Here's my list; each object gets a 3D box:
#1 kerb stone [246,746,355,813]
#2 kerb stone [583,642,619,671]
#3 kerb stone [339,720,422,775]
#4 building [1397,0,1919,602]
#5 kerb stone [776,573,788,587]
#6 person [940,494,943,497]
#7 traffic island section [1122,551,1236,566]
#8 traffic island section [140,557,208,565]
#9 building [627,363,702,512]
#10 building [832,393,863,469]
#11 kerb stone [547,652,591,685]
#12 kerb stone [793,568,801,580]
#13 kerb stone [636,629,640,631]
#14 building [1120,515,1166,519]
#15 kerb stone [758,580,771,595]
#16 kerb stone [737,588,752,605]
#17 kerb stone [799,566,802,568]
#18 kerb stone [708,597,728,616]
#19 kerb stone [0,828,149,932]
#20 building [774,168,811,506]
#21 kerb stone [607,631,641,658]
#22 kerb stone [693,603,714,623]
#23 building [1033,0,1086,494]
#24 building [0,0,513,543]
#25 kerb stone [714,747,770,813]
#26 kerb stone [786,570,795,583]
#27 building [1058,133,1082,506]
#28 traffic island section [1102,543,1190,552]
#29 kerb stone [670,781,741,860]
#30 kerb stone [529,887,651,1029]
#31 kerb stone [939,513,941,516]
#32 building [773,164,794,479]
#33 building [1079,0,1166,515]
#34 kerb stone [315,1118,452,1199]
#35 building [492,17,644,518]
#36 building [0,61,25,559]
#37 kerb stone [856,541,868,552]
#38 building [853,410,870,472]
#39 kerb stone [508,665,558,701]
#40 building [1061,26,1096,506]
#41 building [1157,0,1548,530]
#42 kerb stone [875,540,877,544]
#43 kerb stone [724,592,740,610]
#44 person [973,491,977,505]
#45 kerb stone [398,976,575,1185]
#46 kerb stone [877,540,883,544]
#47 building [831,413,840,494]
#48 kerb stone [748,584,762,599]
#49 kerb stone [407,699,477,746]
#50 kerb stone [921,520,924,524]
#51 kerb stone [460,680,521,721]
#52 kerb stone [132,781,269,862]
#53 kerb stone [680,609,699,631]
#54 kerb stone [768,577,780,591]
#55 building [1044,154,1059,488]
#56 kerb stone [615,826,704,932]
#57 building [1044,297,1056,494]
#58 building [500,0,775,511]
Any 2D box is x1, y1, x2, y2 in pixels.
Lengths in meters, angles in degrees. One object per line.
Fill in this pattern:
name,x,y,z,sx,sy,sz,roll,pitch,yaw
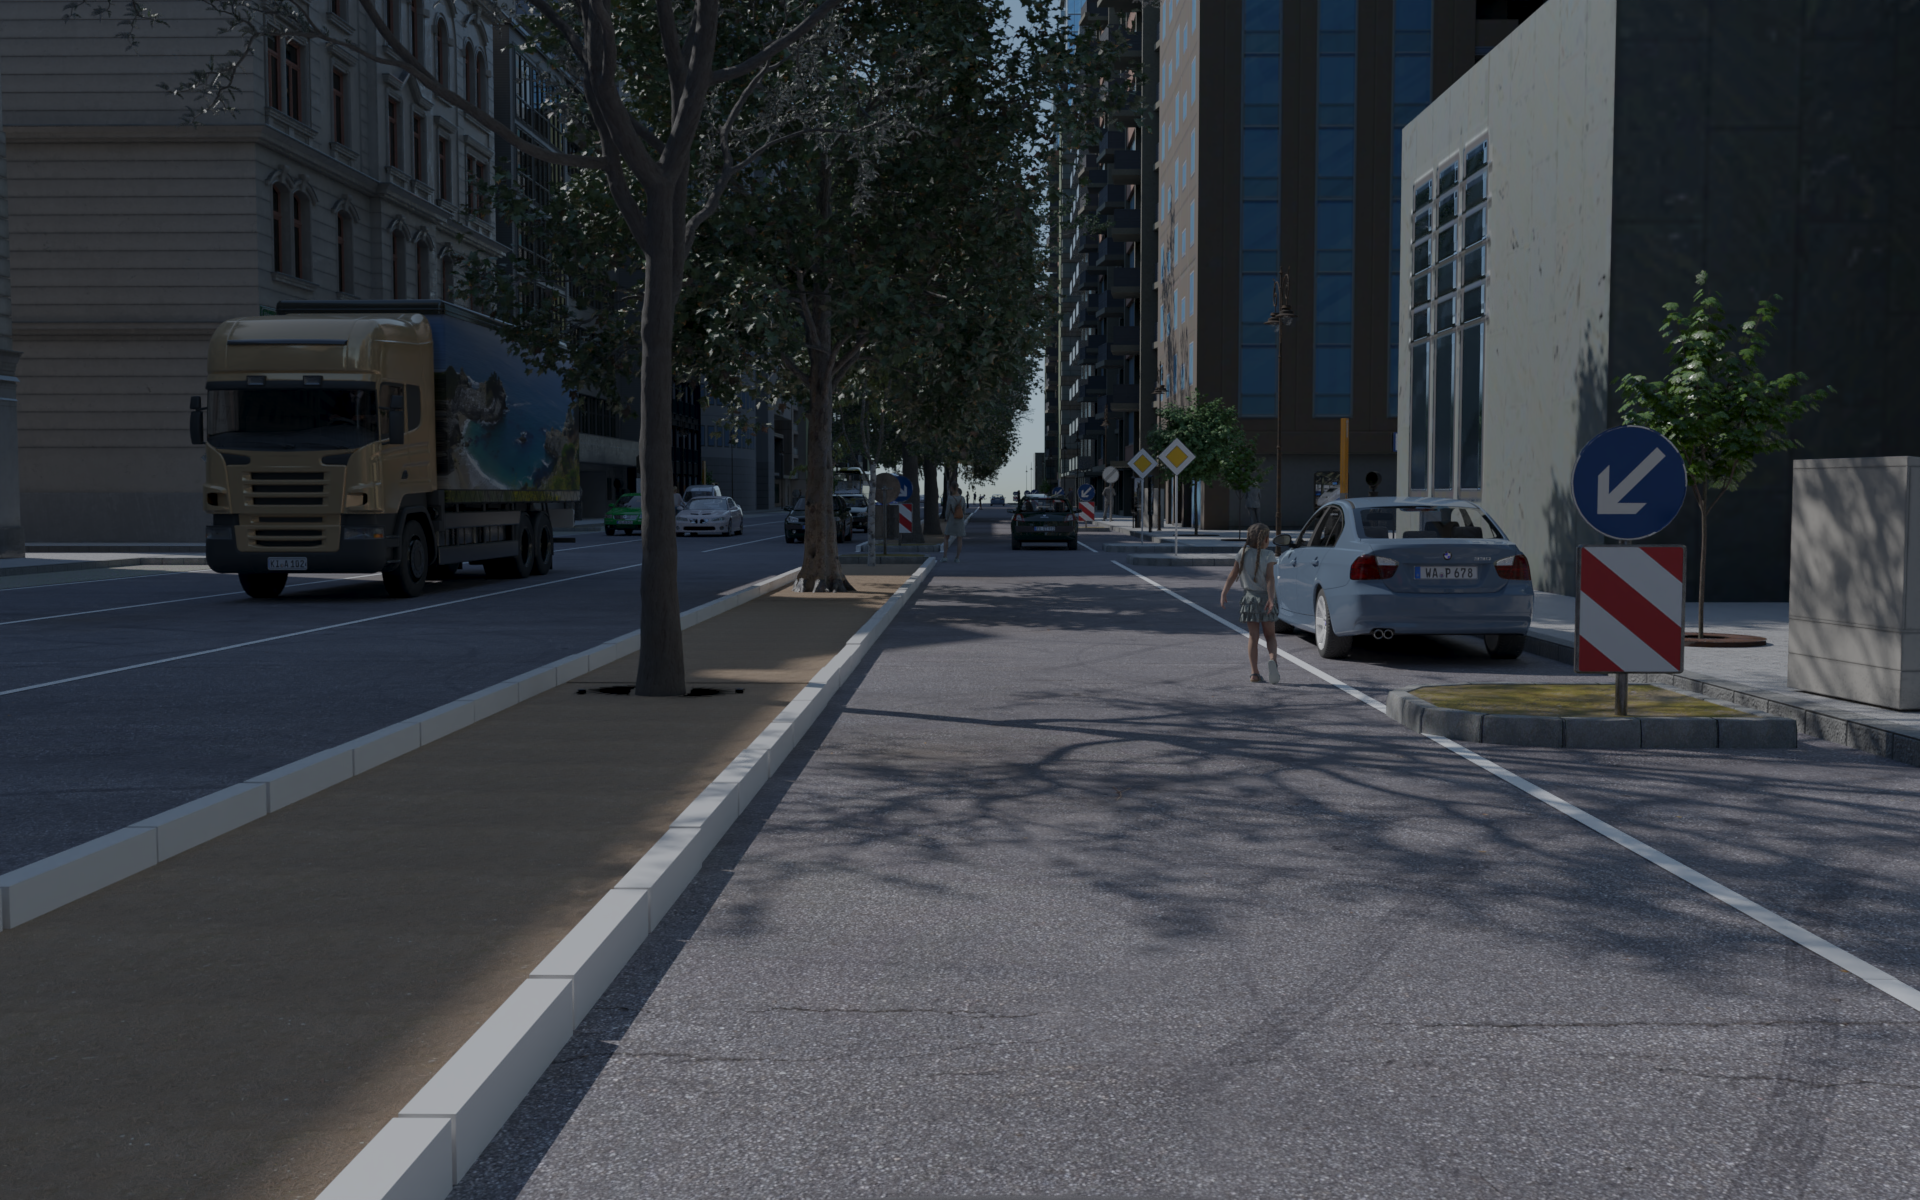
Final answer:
kerb stone,-3.128,0.854,8.225,0.120,0.150,1.000,0,4,1
kerb stone,-3.021,0.485,14.381,0.120,0.150,1.000,0,4,1
kerb stone,-3.109,0.796,9.247,0.120,0.150,1.000,0,4,1
building,18.689,-42.815,12.701,22.319,86.520,31.000,0,4,1
kerb stone,-2.808,-0.272,26.680,0.120,0.150,1.000,0,4,1
person,-2.007,-12.745,217.673,1.217,1.735,0.721,1,4,23
traffic island section,4.508,-0.826,35.791,2.009,0.180,2.903,0,4,1
traffic island section,-15.431,-0.848,36.139,2.009,0.180,2.903,0,4,1
building,-23.448,-16.941,106.666,12.332,23.373,15.834,0,4,1
building,-25.645,-36.347,248.903,22.147,44.769,28.867,0,4,1
kerb stone,-3.042,0.541,13.351,0.120,0.150,1.000,0,4,1
kerb stone,-2.781,-0.399,28.724,0.120,0.150,1.000,0,4,1
kerb stone,-2.984,0.353,16.427,0.120,0.150,1.000,0,4,1
building,19.014,-26.997,96.027,22.147,44.769,28.867,0,4,1
kerb stone,-2.844,-0.149,24.628,0.120,0.150,1.000,0,4,1
kerb stone,-2.879,-0.024,22.584,0.120,0.150,1.000,0,4,1
kerb stone,-2.759,-0.462,29.746,0.120,0.150,1.000,0,4,1
kerb stone,-2.917,0.101,20.536,0.120,0.150,1.000,0,4,1
kerb stone,-3.159,0.981,6.164,0.120,0.150,1.000,0,4,1
building,-23.448,-30.492,182.143,14.154,41.232,14.086,0,4,1
kerb stone,-3.006,0.415,15.403,0.120,0.150,1.000,0,4,1
kerb stone,-2.936,0.164,19.511,0.120,0.150,1.000,0,4,1
building,22.640,-57.934,259.893,22.319,86.520,31.000,0,4,1
building,-24.237,-16.420,55.854,14.401,28.519,23.554,0,4,1
kerb stone,-1.034,0.856,8.209,0.120,0.150,1.000,0,4,1
kerb stone,-2.798,-0.337,27.702,0.120,0.150,1.000,0,4,1
building,17.563,-30.722,185.902,14.154,41.232,14.086,0,4,1
traffic island section,4.645,-1.315,43.775,2.009,0.180,2.903,0,4,1
kerb stone,-1.054,0.918,7.187,0.120,0.150,1.000,0,4,1
kerb stone,-1.081,1.044,5.124,0.120,0.150,1.000,0,4,1
kerb stone,-1.251,-5.824,117.409,0.120,0.150,1.000,0,4,1
building,-30.407,-34.980,161.156,28.713,52.752,27.495,0,4,1
building,20.496,-29.314,133.901,22.147,44.769,28.867,0,4,1
kerb stone,-1.114,1.170,3.066,0.120,0.150,1.000,0,4,1
building,-24.694,-16.155,83.203,14.314,24.678,30.058,0,4,1
building,-27.844,-11.046,29.759,18.267,20.994,9.793,0,4,1
kerb stone,-2.504,-1.369,44.604,0.120,0.150,1.000,0,4,1
building,-21.633,-30.521,270.721,14.160,30.474,14.107,0,4,1
kerb stone,-3.062,0.605,12.329,0.120,0.150,1.000,0,4,1
building,21.878,-33.257,163.357,23.786,49.044,30.456,0,4,1
building,15.311,-25.473,66.591,14.600,45.320,14.200,0,4,1
kerb stone,-2.455,-1.550,47.684,0.120,0.150,1.000,0,4,1
kerb stone,-2.901,0.039,21.558,0.120,0.150,1.000,0,4,1
person,1.964,-13.287,226.191,0.683,1.767,0.568,3,4,36
kerb stone,-1.095,1.108,4.088,0.120,0.150,1.000,0,4,1
kerb stone,-2.375,-1.809,51.773,0.120,0.150,1.000,0,4,1
building,-27.028,-36.671,219.185,23.786,49.044,30.456,0,4,1
kerb stone,-2.866,-0.083,23.606,0.120,0.150,1.000,0,4,1
kerb stone,-3.091,0.733,10.270,0.120,0.150,1.000,0,4,1
kerb stone,-1.760,-4.002,87.654,0.120,0.150,1.000,0,4,1
kerb stone,-3.076,0.669,11.292,0.120,0.150,1.000,0,4,1
kerb stone,-3.147,0.918,7.186,0.120,0.150,1.000,0,4,1
kerb stone,-2.956,0.227,18.481,0.120,0.150,1.000,0,4,1
kerb stone,-2.824,-0.212,25.656,0.120,0.150,1.000,0,4,1
building,21.894,-34.409,217.215,22.147,44.769,28.867,0,4,1
kerb stone,-1.060,0.981,6.148,0.120,0.150,1.000,0,4,1
building,18.620,-28.591,239.158,14.160,30.474,14.107,0,4,1
building,-26.572,-36.115,132.475,21.231,58.520,28.212,0,4,1
